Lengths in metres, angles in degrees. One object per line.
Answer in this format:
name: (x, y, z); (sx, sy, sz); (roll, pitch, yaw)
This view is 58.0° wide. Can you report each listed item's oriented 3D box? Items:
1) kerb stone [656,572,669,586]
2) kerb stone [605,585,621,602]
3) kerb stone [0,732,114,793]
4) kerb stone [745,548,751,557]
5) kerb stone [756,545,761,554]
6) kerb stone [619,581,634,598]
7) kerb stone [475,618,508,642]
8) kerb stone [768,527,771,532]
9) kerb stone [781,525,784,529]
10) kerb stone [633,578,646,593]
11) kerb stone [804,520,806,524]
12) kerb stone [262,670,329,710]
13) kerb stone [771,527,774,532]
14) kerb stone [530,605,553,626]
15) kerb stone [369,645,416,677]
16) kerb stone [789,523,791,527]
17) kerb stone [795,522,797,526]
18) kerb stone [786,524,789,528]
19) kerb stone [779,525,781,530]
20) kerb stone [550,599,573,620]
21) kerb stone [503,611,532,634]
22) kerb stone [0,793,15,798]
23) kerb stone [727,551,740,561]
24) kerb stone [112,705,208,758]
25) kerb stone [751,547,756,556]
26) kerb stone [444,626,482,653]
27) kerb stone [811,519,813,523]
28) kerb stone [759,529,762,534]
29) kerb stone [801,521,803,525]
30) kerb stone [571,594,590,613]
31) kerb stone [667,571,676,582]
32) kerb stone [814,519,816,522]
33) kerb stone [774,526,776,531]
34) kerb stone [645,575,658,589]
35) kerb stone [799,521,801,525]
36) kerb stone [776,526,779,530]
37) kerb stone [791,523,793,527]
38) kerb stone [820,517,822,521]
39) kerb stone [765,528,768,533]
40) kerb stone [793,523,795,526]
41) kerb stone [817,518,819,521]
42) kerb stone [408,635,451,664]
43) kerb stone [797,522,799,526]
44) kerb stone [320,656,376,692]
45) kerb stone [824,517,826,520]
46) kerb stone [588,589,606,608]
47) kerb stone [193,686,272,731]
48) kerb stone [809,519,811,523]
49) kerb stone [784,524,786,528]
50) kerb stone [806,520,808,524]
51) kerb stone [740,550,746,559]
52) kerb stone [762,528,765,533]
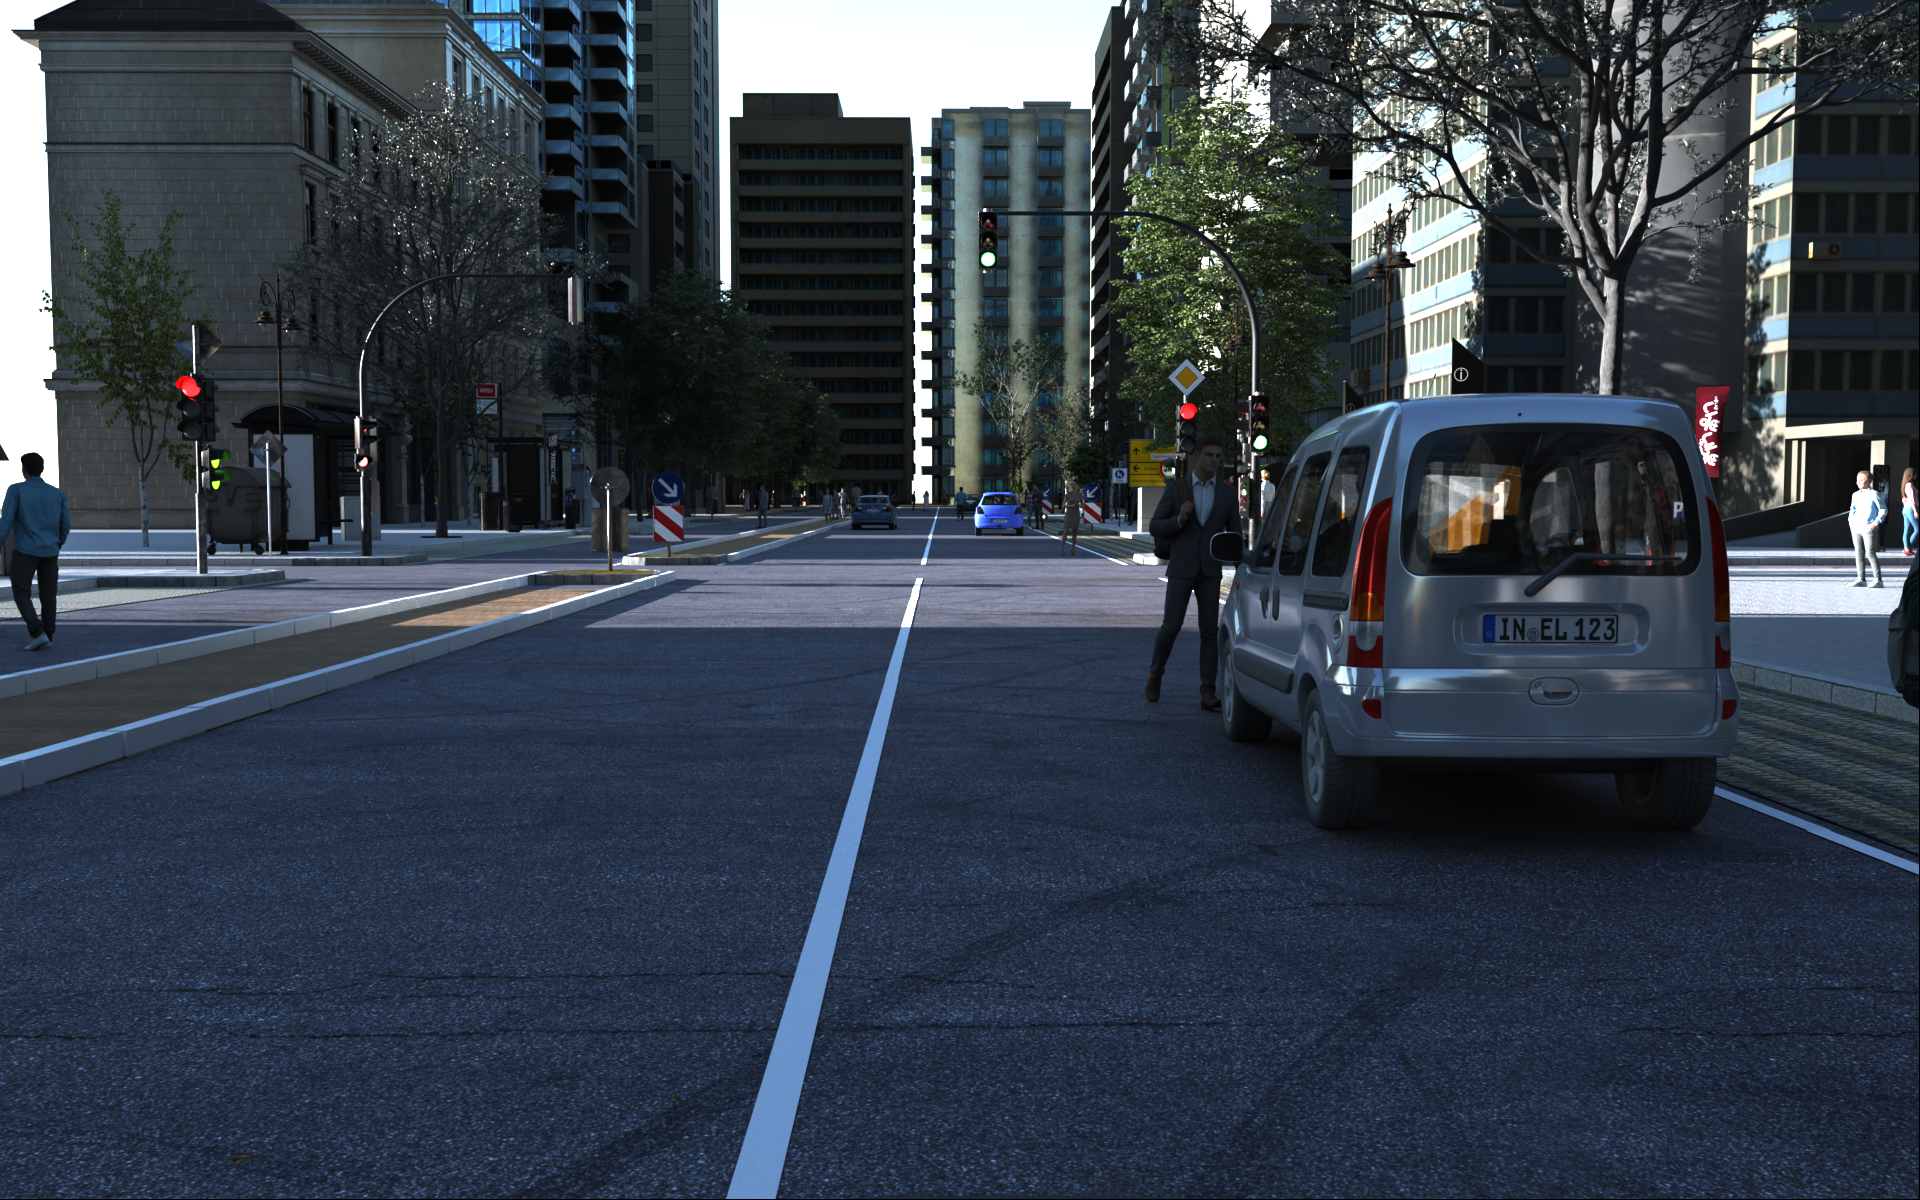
kerb stone: (-4.780, -0.314, 27.345); (0.120, 0.150, 1.000); (0, 4, -1)
kerb stone: (-4.744, -0.064, 23.247); (0.120, 0.150, 1.000); (0, 4, -1)
kerb stone: (-4.589, 0.817, 8.877); (0.120, 0.150, 1.000); (0, 4, -1)
kerb stone: (-4.893, -1.035, 39.116); (0.120, 0.150, 1.000); (0, 4, -1)
kerb stone: (-4.914, -1.159, 41.163); (0.120, 0.150, 1.000); (0, 4, -1)
kerb stone: (-4.749, -0.125, 24.269); (0.120, 0.150, 1.000); (0, 4, -1)
kerb stone: (-4.676, 0.313, 17.101); (0.120, 0.150, 1.000); (0, 4, -1)
kerb stone: (-7.255, -2.599, 64.697); (0.120, 0.150, 1.000); (0, 4, -1)
kerb stone: (-7.311, -2.914, 69.845); (0.120, 0.150, 1.000); (0, 4, -1)
kerb stone: (-4.762, -0.187, 25.293); (0.120, 0.150, 1.000); (0, 4, -1)
kerb stone: (-7.429, -3.603, 81.105); (0.120, 0.150, 1.000); (0, 4, -1)
kerb stone: (-4.617, 0.625, 11.972); (0.120, 0.150, 1.000); (0, 4, -1)
kerb stone: (-7.266, -2.662, 65.719); (0.120, 0.150, 1.000); (0, 4, -1)
kerb stone: (-4.696, 0.191, 19.145); (0.120, 0.150, 1.000); (0, 4, -1)
kerb stone: (-4.641, 0.500, 14.018); (0.120, 0.150, 1.000); (0, 4, -1)
kerb stone: (-7.345, -3.102, 72.912); (0.120, 0.150, 1.000); (0, 4, -1)
kerb stone: (-7.369, -3.284, 75.992); (0.120, 0.150, 1.000); (0, 4, -1)
kerb stone: (-7.326, -3.039, 71.890); (0.120, 0.150, 1.000); (0, 4, -1)
kerb stone: (-7.300, -2.845, 68.805); (0.120, 0.150, 1.000); (0, 4, -1)
kerb stone: (-4.703, 0.125, 20.166); (0.120, 0.150, 1.000); (0, 4, -1)
kerb stone: (-4.686, 0.249, 18.123); (0.120, 0.150, 1.000); (0, 4, -1)
kerb stone: (-4.579, 0.877, 7.849); (0.120, 0.150, 1.000); (0, 4, -1)
kerb stone: (-4.879, -0.910, 37.071); (0.120, 0.150, 1.000); (0, 4, -1)
kerb stone: (-4.592, 0.754, 9.911); (0.120, 0.150, 1.000); (0, 4, -1)
kerb stone: (-4.908, -1.097, 40.138); (0.120, 0.150, 1.000); (0, 4, -1)
kerb stone: (-4.659, 0.375, 16.077); (0.120, 0.150, 1.000); (0, 4, -1)
kerb stone: (-7.474, -3.853, 85.204); (0.120, 0.150, 1.000); (0, 4, -1)
kerb stone: (-7.236, -2.412, 61.627); (0.120, 0.150, 1.000); (0, 4, -1)
kerb stone: (-7.405, -3.478, 79.061); (0.120, 0.150, 1.000); (0, 4, -1)
kerb stone: (-4.719, 0.062, 21.188); (0.120, 0.150, 1.000); (0, 4, -1)
kerb stone: (-4.787, -0.378, 28.373); (0.120, 0.150, 1.000); (0, 4, -1)
kerb stone: (-7.486, -3.980, 87.273); (0.120, 0.150, 1.000); (0, 4, -1)
kerb stone: (-7.278, -2.725, 66.745); (0.120, 0.150, 1.000); (0, 4, -1)
kerb stone: (-4.775, -0.252, 26.314); (0.120, 0.150, 1.000); (0, 4, -1)
kerb stone: (-7.396, -3.415, 78.038); (0.120, 0.150, 1.000); (0, 4, -1)
kerb stone: (-7.294, -2.788, 67.779); (0.120, 0.150, 1.000); (0, 4, -1)
kerb stone: (-7.354, -3.163, 73.935); (0.120, 0.150, 1.000); (0, 4, -1)
kerb stone: (-7.531, -4.227, 91.369); (0.120, 0.150, 1.000); (0, 4, -1)
kerb stone: (-7.253, -2.537, 63.674); (0.120, 0.150, 1.000); (0, 4, -1)
kerb stone: (-7.359, -3.228, 74.969); (0.120, 0.150, 1.000); (0, 4, -1)
kerb stone: (-7.516, -4.099, 89.317); (0.120, 0.150, 1.000); (0, 4, -1)
kerb stone: (-4.647, 0.438, 15.042); (0.120, 0.150, 1.000); (0, 4, -1)
kerb stone: (-7.388, -3.352, 77.013); (0.120, 0.150, 1.000); (0, 4, -1)
kerb stone: (-4.624, 0.563, 12.996); (0.120, 0.150, 1.000); (0, 4, -1)
kerb stone: (-7.565, -4.419, 94.440); (0.120, 0.150, 1.000); (0, 4, -1)
kerb stone: (-4.728, -0.002, 22.220); (0.120, 0.150, 1.000); (0, 4, -1)
kerb stone: (-4.618, 0.688, 10.946); (0.120, 0.150, 1.000); (0, 4, -1)
kerb stone: (-7.452, -3.789, 84.182); (0.120, 0.150, 1.000); (0, 4, -1)
kerb stone: (-7.330, -2.974, 70.867); (0.120, 0.150, 1.000); (0, 4, -1)
kerb stone: (-7.440, -3.665, 82.138); (0.120, 0.150, 1.000); (0, 4, -1)
kerb stone: (-4.880, -0.972, 38.094); (0.120, 0.150, 1.000); (0, 4, -1)
kerb stone: (-7.242, -2.469, 62.650); (0.120, 0.150, 1.000); (0, 4, -1)
